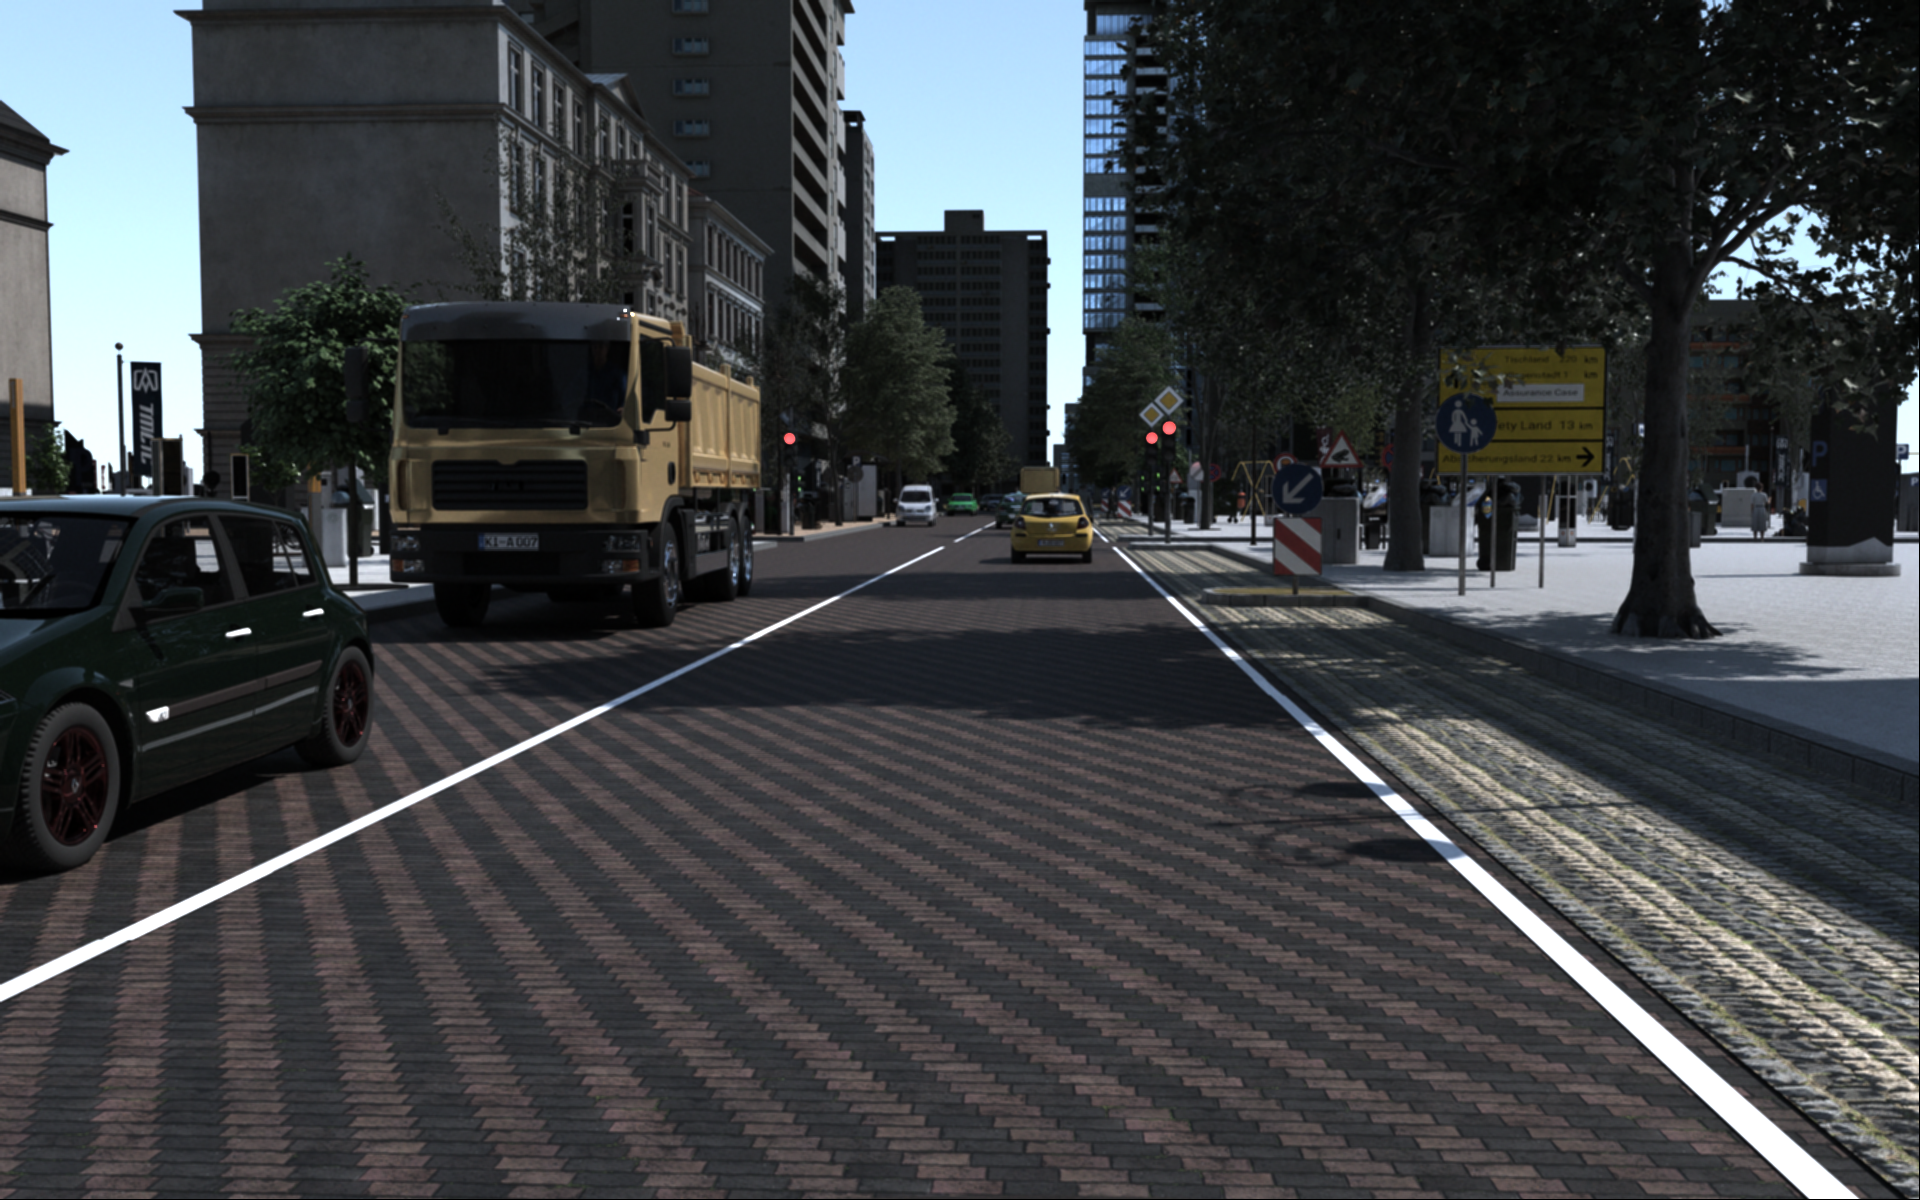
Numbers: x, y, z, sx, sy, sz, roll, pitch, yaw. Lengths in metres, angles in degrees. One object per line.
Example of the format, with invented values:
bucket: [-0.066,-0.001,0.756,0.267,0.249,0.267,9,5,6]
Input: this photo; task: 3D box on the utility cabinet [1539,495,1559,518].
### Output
utility cabinet: [31.677,-5.013,93.130,1.020,1.237,0.306,-1,4,-11]

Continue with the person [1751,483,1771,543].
person: [22.573,-2.432,48.827,0.480,1.755,0.524,2,4,35]

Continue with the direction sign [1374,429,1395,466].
direction sign: [14.782,-4.157,59.971,0.876,3.537,0.379,2,4,24]

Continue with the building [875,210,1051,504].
building: [0.492,-33.501,239.627,23.993,40.220,32.217,0,4,3]

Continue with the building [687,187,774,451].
building: [-19.272,-16.791,110.695,11.583,22.565,21.152,0,4,3]

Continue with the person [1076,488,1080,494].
person: [7.751,-6.348,111.659,0.648,1.900,0.474,-3,5,-40]

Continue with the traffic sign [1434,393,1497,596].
traffic sign: [6.347,-1.329,21.830,0.768,2.556,0.104,0,4,4]

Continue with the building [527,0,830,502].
building: [-22.572,-31.581,140.045,21.300,48.544,21.600,0,4,3]

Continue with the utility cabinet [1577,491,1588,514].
utility cabinet: [38.572,-6.051,107.614,0.318,1.500,1.173,-1,4,-11]

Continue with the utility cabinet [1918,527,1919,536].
utility cabinet: [29.333,-2.661,52.189,0.318,1.500,1.173,0,4,5]

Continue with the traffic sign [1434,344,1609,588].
traffic sign: [7.642,-1.822,23.662,2.265,3.308,0.079,0,4,8]

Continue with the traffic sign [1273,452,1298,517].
traffic sign: [9.977,-3.242,53.113,0.768,2.556,0.104,1,4,11]

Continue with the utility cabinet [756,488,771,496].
utility cabinet: [-11.684,-5.881,104.840,1.173,1.500,0.318,0,4,1]

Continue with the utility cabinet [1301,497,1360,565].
utility cabinet: [6.804,-1.264,31.830,1.020,1.237,0.306,2,4,27]

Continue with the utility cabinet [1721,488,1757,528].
utility cabinet: [29.495,-3.481,65.585,1.173,1.500,0.318,3,5,41]

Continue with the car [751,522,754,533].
car: [-8.307,-2.514,49.902,4.718,1.807,1.959,0,4,3]

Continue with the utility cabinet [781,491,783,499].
utility cabinet: [-12.244,-6.535,115.518,1.173,1.500,0.318,3,4,37]

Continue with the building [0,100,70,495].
building: [-48.794,-12.643,71.342,19.286,19.102,10.561,0,4,3]

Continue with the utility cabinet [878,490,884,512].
utility cabinet: [-4.682,-5.531,99.103,0.318,1.500,1.173,-2,4,-26]

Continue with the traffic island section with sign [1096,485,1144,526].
traffic island section with sign: [7.212,-4.211,77.484,1.989,1.847,2.006,0,4,3]

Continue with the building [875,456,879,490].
building: [-25.515,-39.678,237.978,27.495,52.752,28.713,0,4,3]

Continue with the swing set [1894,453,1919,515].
swing set: [35.321,-4.189,66.116,3.119,2.851,2.862,1,4,23]

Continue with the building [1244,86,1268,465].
building: [32.423,-28.816,154.735,14.154,41.232,14.086,0,4,3]

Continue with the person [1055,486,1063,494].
person: [4.794,-4.626,84.164,0.581,1.822,0.654,0,4,6]

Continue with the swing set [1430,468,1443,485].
swing set: [29.680,-6.547,104.665,3.119,2.851,2.862,-2,4,-24]

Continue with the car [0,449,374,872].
car: [-4.140,0.119,7.848,2.009,1.686,4.222,0,4,3]

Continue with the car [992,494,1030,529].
car: [2.399,-3.707,72.400,2.131,1.459,4.920,0,4,1]

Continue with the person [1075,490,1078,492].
person: [10.093,-8.655,150.014,0.705,1.822,1.348,1,4,14]

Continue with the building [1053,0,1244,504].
building: [28.048,-56.141,230.574,31.000,86.520,22.319,0,4,3]

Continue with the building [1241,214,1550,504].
building: [33.820,-42.695,136.307,20.563,71.187,20.611,0,4,3]

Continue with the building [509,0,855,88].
building: [-25.539,-35.233,165.296,28.713,52.752,27.495,0,4,3]

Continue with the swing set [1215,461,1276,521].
swing set: [14.088,-5.235,83.207,2.862,2.851,3.119,-1,4,-18]

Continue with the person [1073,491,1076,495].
person: [12.324,-10.949,187.971,0.568,1.767,0.683,-1,4,-13]

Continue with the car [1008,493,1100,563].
car: [2.009,-1.655,37.286,2.015,1.641,3.980,0,4,4]

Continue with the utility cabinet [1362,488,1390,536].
utility cabinet: [12.884,-2.701,52.838,1.173,1.500,0.318,-1,4,-19]

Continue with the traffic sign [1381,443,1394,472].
traffic sign: [10.664,-2.583,42.345,0.768,2.556,0.104,1,4,9]

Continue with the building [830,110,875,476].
building: [-16.472,-30.803,187.222,14.086,41.232,14.154,0,4,3]

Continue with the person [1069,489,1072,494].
person: [9.287,-8.437,146.076,0.705,1.869,1.348,2,4,32]

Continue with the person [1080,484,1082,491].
person: [4.806,-3.751,69.682,0.795,1.843,0.661,1,4,16]

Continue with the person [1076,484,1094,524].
person: [4.536,-3.328,63.011,0.694,1.812,0.767,1,4,11]

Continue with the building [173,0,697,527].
building: [-21.596,-16.131,82.831,14.460,24.649,34.723,0,4,3]

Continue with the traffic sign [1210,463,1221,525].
traffic sign: [10.412,-4.375,71.641,0.768,2.556,0.104,0,4,6]

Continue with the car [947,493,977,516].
car: [0.149,-6.389,113.262,1.959,1.807,4.718,0,4,4]

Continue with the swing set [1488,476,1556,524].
swing set: [23.670,-4.562,72.202,3.119,2.851,2.862,0,4,0]

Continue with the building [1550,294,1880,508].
building: [73.373,-20.261,176.305,28.899,21.520,27.650,0,4,3]

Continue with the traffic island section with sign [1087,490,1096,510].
traffic island section with sign: [8.725,-5.895,105.003,1.989,1.847,2.006,0,4,3]

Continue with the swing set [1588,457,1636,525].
swing set: [28.478,-4.627,73.274,2.862,2.851,3.119,0,4,5]

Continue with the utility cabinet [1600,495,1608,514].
utility cabinet: [42.618,-6.296,114.104,1.020,1.237,0.306,-2,4,-32]

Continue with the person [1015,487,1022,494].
person: [3.340,-5.559,99.259,0.638,1.841,0.748,-2,4,-23]

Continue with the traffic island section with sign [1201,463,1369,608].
traffic island section with sign: [4.205,-0.861,22.705,1.989,1.847,2.006,0,4,3]

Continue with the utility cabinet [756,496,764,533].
utility cabinet: [-6.746,-2.857,57.872,1.020,1.237,0.306,0,4,-3]

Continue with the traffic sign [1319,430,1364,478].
traffic sign: [7.710,-2.144,35.051,0.884,2.594,0.081,1,4,11]

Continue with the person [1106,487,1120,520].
person: [8.523,-5.395,96.492,0.755,1.850,0.659,1,4,14]

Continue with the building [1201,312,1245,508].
building: [39.694,-20.268,176.423,27.650,21.520,28.899,0,4,3]

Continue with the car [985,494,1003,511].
car: [3.124,-8.156,145.349,2.014,1.417,4.499,0,4,2]

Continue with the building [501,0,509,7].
building: [-37.788,-39.280,184.225,28.212,58.520,21.231,0,4,3]

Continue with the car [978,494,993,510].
car: [2.706,-8.698,154.009,2.131,1.459,4.920,0,4,4]
